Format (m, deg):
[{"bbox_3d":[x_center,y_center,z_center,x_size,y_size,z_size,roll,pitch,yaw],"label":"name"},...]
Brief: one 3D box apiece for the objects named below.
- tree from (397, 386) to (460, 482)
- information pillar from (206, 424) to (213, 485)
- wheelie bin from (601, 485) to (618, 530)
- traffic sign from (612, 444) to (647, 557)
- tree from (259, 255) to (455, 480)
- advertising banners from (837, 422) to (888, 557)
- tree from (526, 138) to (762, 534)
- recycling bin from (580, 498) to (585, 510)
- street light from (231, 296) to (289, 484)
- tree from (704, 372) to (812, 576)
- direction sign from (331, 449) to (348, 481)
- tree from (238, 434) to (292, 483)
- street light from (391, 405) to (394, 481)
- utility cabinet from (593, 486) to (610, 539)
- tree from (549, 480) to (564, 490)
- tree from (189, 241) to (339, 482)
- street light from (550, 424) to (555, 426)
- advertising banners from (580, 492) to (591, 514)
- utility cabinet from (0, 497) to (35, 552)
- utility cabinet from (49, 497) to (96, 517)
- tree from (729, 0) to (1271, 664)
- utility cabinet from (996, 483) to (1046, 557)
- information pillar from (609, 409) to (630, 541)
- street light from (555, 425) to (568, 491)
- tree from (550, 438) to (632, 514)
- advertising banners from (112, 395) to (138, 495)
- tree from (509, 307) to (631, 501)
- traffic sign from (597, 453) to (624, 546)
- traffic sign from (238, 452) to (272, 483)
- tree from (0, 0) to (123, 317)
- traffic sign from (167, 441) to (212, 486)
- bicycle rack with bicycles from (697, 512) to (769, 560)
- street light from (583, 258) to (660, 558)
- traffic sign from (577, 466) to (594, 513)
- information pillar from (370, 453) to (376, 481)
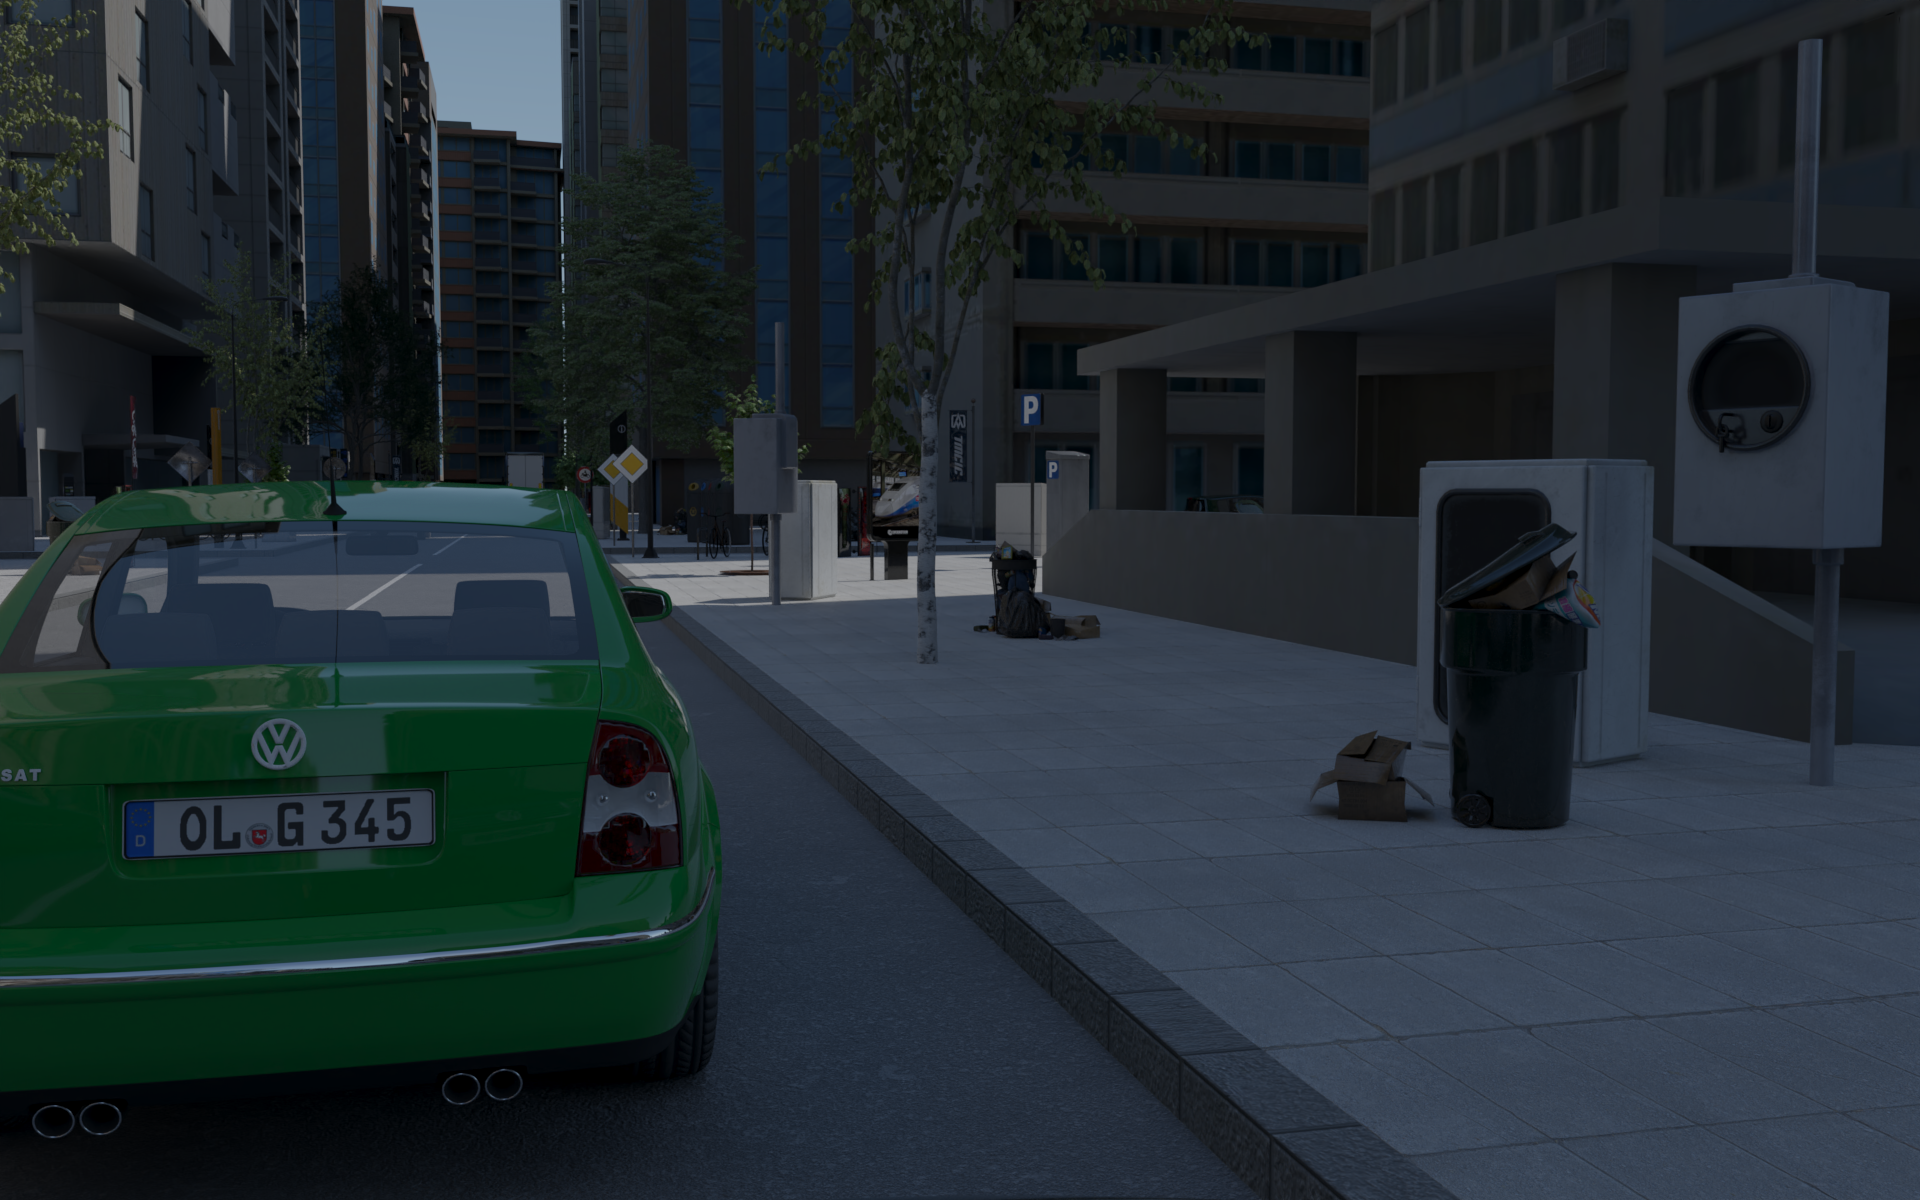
[{"bbox_3d":[-35.871,-10.132,116.028,4.737,8.622,4.395,0,3,0],"label":"tree"},{"bbox_3d":[-25.276,-4.110,58.555,0.183,3.616,0.504,0,4,5],"label":"information pillar"},{"bbox_3d":[-12.589,-3.296,61.798,0.980,1.594,0.693,1,4,22],"label":"wheelie bin"},{"bbox_3d":[-6.625,-1.920,35.029,0.795,2.450,0.064,-1,4,-14],"label":"traffic sign"},{"bbox_3d":[-23.544,-8.122,67.201,7.601,10.594,8.767,0,4,2],"label":"tree"},{"bbox_3d":[-1.998,-2.426,35.851,0.090,3.025,2.074,2,4,30],"label":"advertising banners"},{"bbox_3d":[-9.842,-8.420,55.788,7.486,12.596,7.792,0,3,0],"label":"tree"},{"bbox_3d":[-22.911,-5.581,103.804,0.722,1.027,0.722,0,4,6],"label":"recycling bin"},{"bbox_3d":[-16.444,-4.166,40.661,1.470,5.913,1.316,-1,4,-14],"label":"street light"},{"bbox_3d":[-3.192,-2.020,27.634,1.663,3.219,1.824,0,3,0],"label":"tree"},{"bbox_3d":[-30.891,-5.761,86.191,0.876,3.537,0.379,0,4,5],"label":"direction sign"},{"bbox_3d":[-21.870,-3.709,55.241,1.663,3.219,1.824,0,3,0],"label":"tree"},{"bbox_3d":[-28.087,-7.024,87.391,1.470,5.913,1.316,-1,4,-14],"label":"street light"},{"bbox_3d":[-10.233,-2.496,49.494,0.318,1.500,1.173,0,4,-3],"label":"utility cabinet"},{"bbox_3d":[-42.759,-11.644,184.985,1.663,3.219,1.824,0,3,0],"label":"tree"},{"bbox_3d":[-20.773,-6.189,51.547,4.737,8.622,4.395,0,3,0],"label":"tree"},{"bbox_3d":[-26.777,-8.753,115.656,1.470,5.913,1.316,-1,4,-14],"label":"street light"},{"bbox_3d":[-24.285,-7.192,113.778,2.074,3.025,0.090,3,5,42],"label":"advertising banners"},{"bbox_3d":[-21.331,-1.691,38.813,1.020,1.237,0.306,-2,4,-24],"label":"utility cabinet"},{"bbox_3d":[-21.812,-1.922,42.583,0.306,1.237,1.020,2,4,33],"label":"utility cabinet"},{"bbox_3d":[-0.061,-3.834,13.048,4.737,8.622,4.395,0,3,0],"label":"tree"},{"bbox_3d":[1.285,-1.630,35.324,1.173,1.500,0.318,3,5,40],"label":"utility cabinet"},{"bbox_3d":[-9.355,-3.438,47.568,0.504,3.616,0.183,-1,4,-15],"label":"information pillar"},{"bbox_3d":[-15.209,-5.889,68.818,1.470,5.913,1.316,-1,4,-14],"label":"street light"},{"bbox_3d":[-17.085,-6.133,83.996,4.285,4.588,4.351,0,3,0],"label":"tree"},{"bbox_3d":[-14.443,-2.069,30.014,0.090,3.025,2.074,-1,4,-15],"label":"advertising banners"},{"bbox_3d":[-20.549,-10.260,93.502,9.928,11.665,9.643,0,3,0],"label":"tree"},{"bbox_3d":[-8.552,-2.394,42.779,0.795,2.450,0.064,-1,4,-14],"label":"traffic sign"},{"bbox_3d":[-16.607,-2.273,40.805,0.795,2.450,0.064,-1,4,-14],"label":"traffic sign"},{"bbox_3d":[-12.844,-4.358,21.619,4.737,8.622,4.395,0,3,0],"label":"tree"},{"bbox_3d":[-14.680,-1.799,33.055,0.795,2.450,0.064,-1,4,-14],"label":"traffic sign"},{"bbox_3d":[-4.128,-1.305,34.724,2.852,0.926,2.925,0,4,-2],"label":"bicycle rack with bicycles"},{"bbox_3d":[-6.729,-3.784,34.417,1.470,5.913,1.316,-1,4,-14],"label":"street light"},{"bbox_3d":[-17.202,-4.860,79.562,0.768,2.556,0.104,0,4,-8],"label":"traffic sign"},{"bbox_3d":[-33.666,-6.606,99.364,0.183,3.616,0.504,-3,5,-44],"label":"information pillar"}]
